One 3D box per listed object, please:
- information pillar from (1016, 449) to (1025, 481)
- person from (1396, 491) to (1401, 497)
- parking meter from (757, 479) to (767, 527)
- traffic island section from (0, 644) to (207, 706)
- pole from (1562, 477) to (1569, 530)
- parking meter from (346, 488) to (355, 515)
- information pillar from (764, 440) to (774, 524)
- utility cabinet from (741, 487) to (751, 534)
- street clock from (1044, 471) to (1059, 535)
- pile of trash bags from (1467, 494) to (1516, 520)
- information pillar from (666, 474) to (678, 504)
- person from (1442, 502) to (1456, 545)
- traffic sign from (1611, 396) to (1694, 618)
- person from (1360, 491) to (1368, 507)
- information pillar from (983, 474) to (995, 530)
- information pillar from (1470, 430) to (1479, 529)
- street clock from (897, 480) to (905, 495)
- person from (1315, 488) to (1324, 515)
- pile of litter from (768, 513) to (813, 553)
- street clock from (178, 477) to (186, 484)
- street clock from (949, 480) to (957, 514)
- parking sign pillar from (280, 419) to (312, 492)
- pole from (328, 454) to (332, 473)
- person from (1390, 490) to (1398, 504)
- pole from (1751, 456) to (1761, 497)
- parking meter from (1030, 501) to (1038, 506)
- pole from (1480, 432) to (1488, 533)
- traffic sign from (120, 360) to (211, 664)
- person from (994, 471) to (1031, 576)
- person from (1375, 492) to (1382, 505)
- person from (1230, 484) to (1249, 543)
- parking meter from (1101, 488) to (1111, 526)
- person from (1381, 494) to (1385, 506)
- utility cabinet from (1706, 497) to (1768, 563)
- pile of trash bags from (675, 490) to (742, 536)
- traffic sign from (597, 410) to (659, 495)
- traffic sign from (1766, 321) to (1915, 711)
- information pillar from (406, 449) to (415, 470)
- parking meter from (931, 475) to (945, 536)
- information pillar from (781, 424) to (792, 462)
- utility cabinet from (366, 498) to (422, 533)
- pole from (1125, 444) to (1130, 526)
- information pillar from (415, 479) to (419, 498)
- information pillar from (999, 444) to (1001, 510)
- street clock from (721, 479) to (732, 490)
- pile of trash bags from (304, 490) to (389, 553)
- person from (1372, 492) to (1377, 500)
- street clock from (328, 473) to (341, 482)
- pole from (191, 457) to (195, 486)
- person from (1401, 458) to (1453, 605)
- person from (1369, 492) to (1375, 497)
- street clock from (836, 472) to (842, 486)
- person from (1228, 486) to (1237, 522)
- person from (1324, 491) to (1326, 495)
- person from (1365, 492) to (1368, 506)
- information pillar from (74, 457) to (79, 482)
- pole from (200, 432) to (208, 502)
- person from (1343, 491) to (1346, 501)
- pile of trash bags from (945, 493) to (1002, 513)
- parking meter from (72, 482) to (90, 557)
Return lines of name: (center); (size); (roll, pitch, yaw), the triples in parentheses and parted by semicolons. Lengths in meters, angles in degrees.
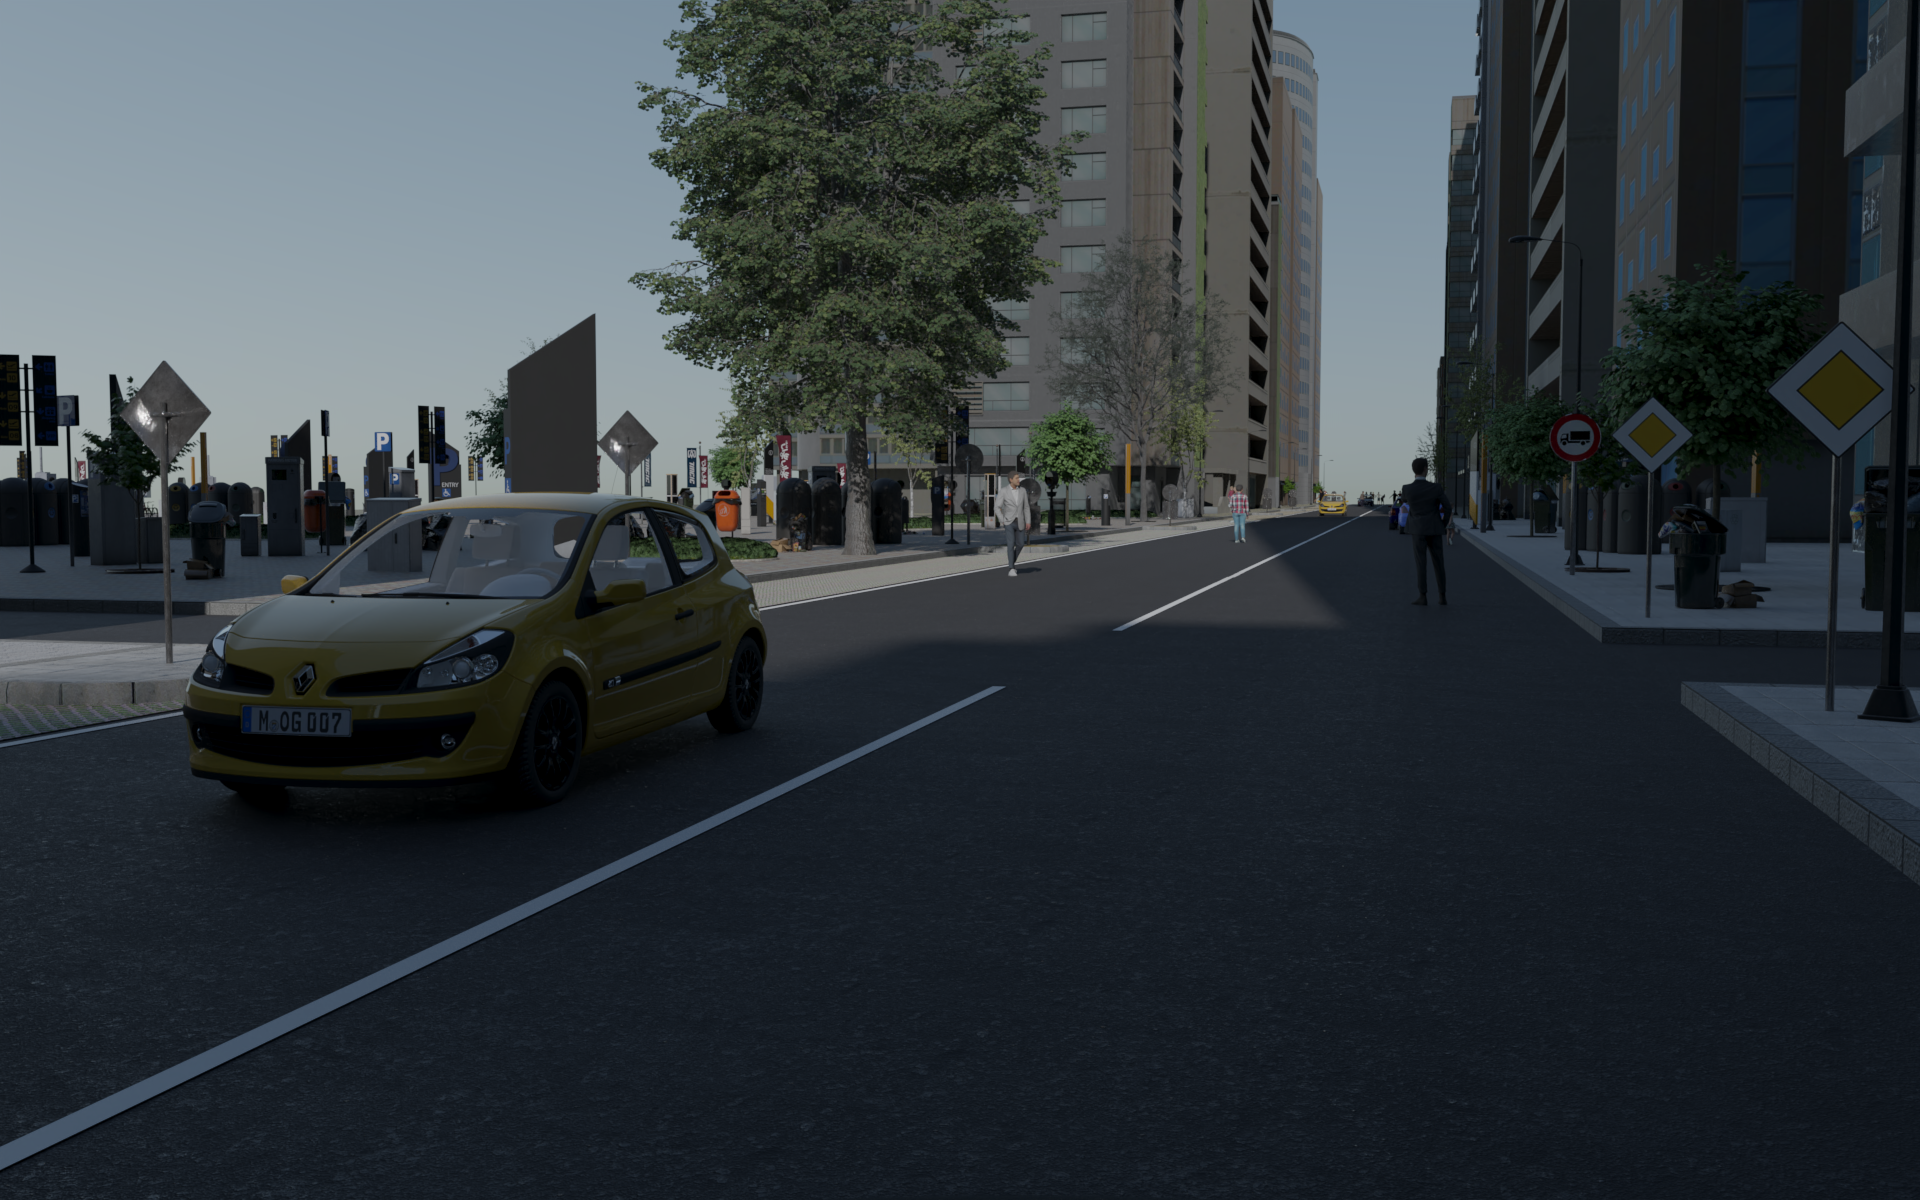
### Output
information pillar: (3.124, -5.962, 88.834); (0.504, 3.616, 0.183); (-1, 4, -13)
person: (50.871, -11.725, 200.140); (1.348, 1.831, 0.705); (0, 4, -4)
parking meter: (-7.759, -3.797, 67.785); (0.255, 1.863, 0.399); (-2, 4, -33)
traffic island section: (-6.012, 0.560, 13.129); (2.009, 0.180, 2.903); (1, 4, 14)
pole: (21.908, -4.205, 62.591); (0.158, 3.312, 0.155); (0, 3, 0)
parking meter: (-26.011, -4.005, 73.900); (0.372, 1.533, 0.369); (0, 3, 0)
information pillar: (-8.254, -5.106, 74.839); (0.504, 3.616, 0.183); (-3, 5, -43)
utility cabinet: (-6.862, -2.868, 55.563); (0.318, 1.500, 1.173); (0, 4, -7)
street clock: (2.889, -3.061, 54.620); (0.358, 2.002, 0.471); (-2, 4, -33)
pile of trash bags: (26.094, -4.657, 85.899); (1.912, 1.369, 3.447); (-1, 4, -9)
information pillar: (-10.525, -3.598, 63.326); (0.304, 2.012, 0.304); (3, 5, 42)
person: (13.739, -2.160, 48.825); (0.382, 1.210, 0.505); (-3, 4, -37)
traffic sign: (7.135, -0.873, 17.910); (0.795, 2.450, 0.064); (1, 4, 14)
person: (44.816, -11.197, 192.104); (0.750, 1.759, 0.617); (-1, 4, -15)
information pillar: (1.084, -3.556, 62.631); (0.304, 2.012, 0.304); (-1, 4, -22)
information pillar: (18.854, -4.411, 63.468); (0.183, 3.616, 0.504); (-1, 4, -12)
street clock: (-3.056, -5.108, 88.091); (0.471, 2.002, 0.358); (0, 4, -8)
person: (24.474, -6.669, 117.548); (0.705, 1.822, 1.348); (3, 5, 41)
pile of litter: (-3.867, -1.515, 38.728); (1.176, 0.858, 1.719); (1, 4, 22)
street clock: (-33.468, -4.278, 74.520); (0.358, 2.002, 0.471); (-1, 4, -10)
street clock: (-0.395, -5.261, 90.594); (0.471, 2.002, 0.358); (-2, 4, -31)
parking sign pillar: (-23.771, -4.493, 61.940); (1.447, 3.967, 1.447); (1, 4, 16)
pole: (-32.414, -5.832, 89.202); (0.158, 3.312, 0.155); (0, 3, 0)
person: (49.220, -11.507, 196.275); (0.705, 1.869, 1.348); (-3, 4, -37)
pole: (19.569, -2.980, 42.561); (0.158, 3.312, 0.155); (0, 3, 0)
parking meter: (2.809, -3.568, 66.747); (0.372, 1.533, 0.369); (0, 3, 0)
pole: (17.307, -3.874, 57.189); (0.158, 3.312, 0.155); (0, 3, 0)
traffic sign: (-5.987, -0.576, 13.061); (0.795, 2.450, 0.064); (1, 4, 14)
person: (0.906, -1.353, 30.475); (0.661, 1.843, 0.795); (-1, 4, -20)
person: (57.294, -13.918, 236.845); (1.217, 1.735, 0.721); (3, 4, 36)
person: (8.206, -2.543, 50.915); (0.563, 1.720, 0.643); (1, 4, 19)
parking meter: (5.912, -3.779, 70.198); (0.372, 1.533, 0.369); (0, 3, 0)
person: (51.600, -12.200, 211.161); (0.799, 1.438, 0.628); (3, 5, 45)
utility cabinet: (14.512, -1.299, 32.403); (1.020, 1.237, 0.306); (0, 4, 6)
pile of trash bags: (-6.488, -1.774, 38.765); (3.447, 1.369, 1.912); (1, 4, 16)
traffic sign: (-3.991, -1.049, 20.793); (0.795, 2.450, 0.064); (1, 4, 14)
traffic sign: (5.138, -0.400, 10.178); (0.795, 2.450, 0.064); (1, 4, 14)
information pillar: (-28.612, -6.051, 90.284); (0.183, 3.616, 0.504); (2, 4, 29)
parking meter: (-0.691, -2.922, 53.479); (0.399, 1.863, 0.255); (1, 4, 13)
information pillar: (-5.720, -4.016, 57.017); (0.183, 3.616, 0.504); (2, 4, 33)
utility cabinet: (-9.425, -1.081, 28.839); (1.020, 1.237, 0.306); (2, 4, 30)
pole: (6.832, -4.686, 70.466); (0.158, 3.312, 0.155); (0, 3, 0)
information pillar: (-26.716, -4.925, 85.022); (0.304, 2.012, 0.304); (-1, 4, -17)
information pillar: (1.876, -5.514, 81.513); (0.183, 3.616, 0.504); (0, 4, 5)
street clock: (-11.287, -4.841, 83.713); (0.471, 2.002, 0.358); (-2, 4, -35)
pile of trash bags: (-13.042, -1.773, 38.745); (1.912, 1.369, 3.447); (3, 5, 45)
person: (58.301, -14.383, 244.180); (0.721, 1.766, 1.217); (-3, 5, -41)
street clock: (-21.074, -3.286, 58.299); (0.358, 2.002, 0.471); (2, 4, 24)
pole: (-41.888, -6.165, 94.644); (0.158, 3.312, 0.155); (0, 3, 0)
person: (6.023, -0.891, 22.437); (0.648, 1.900, 0.474); (0, 4, 3)
person: (51.674, -12.739, 217.504); (1.217, 1.743, 0.721); (-2, 4, -24)
street clock: (-4.121, -3.237, 57.499); (0.358, 2.002, 0.471); (1, 4, 19)
person: (13.715, -4.792, 86.827); (0.580, 1.828, 0.573); (2, 4, 28)
person: (39.474, -10.907, 187.376); (0.434, 1.755, 0.990); (2, 4, 31)
person: (50.537, -12.605, 215.307); (1.217, 1.735, 0.721); (2, 4, 27)
information pillar: (-55.869, -7.232, 109.590); (0.504, 3.616, 0.183); (3, 5, 45)
pole: (-24.864, -3.863, 56.995); (0.158, 3.312, 0.155); (0, 3, 0)
person: (41.106, -10.779, 185.517); (0.721, 1.735, 1.217); (0, 4, 7)
pile of trash bags: (0.513, -4.548, 84.105); (3.447, 1.369, 1.912); (2, 4, 30)
parking meter: (-18.067, -1.662, 35.580); (0.372, 1.533, 0.369); (0, 3, 0)
